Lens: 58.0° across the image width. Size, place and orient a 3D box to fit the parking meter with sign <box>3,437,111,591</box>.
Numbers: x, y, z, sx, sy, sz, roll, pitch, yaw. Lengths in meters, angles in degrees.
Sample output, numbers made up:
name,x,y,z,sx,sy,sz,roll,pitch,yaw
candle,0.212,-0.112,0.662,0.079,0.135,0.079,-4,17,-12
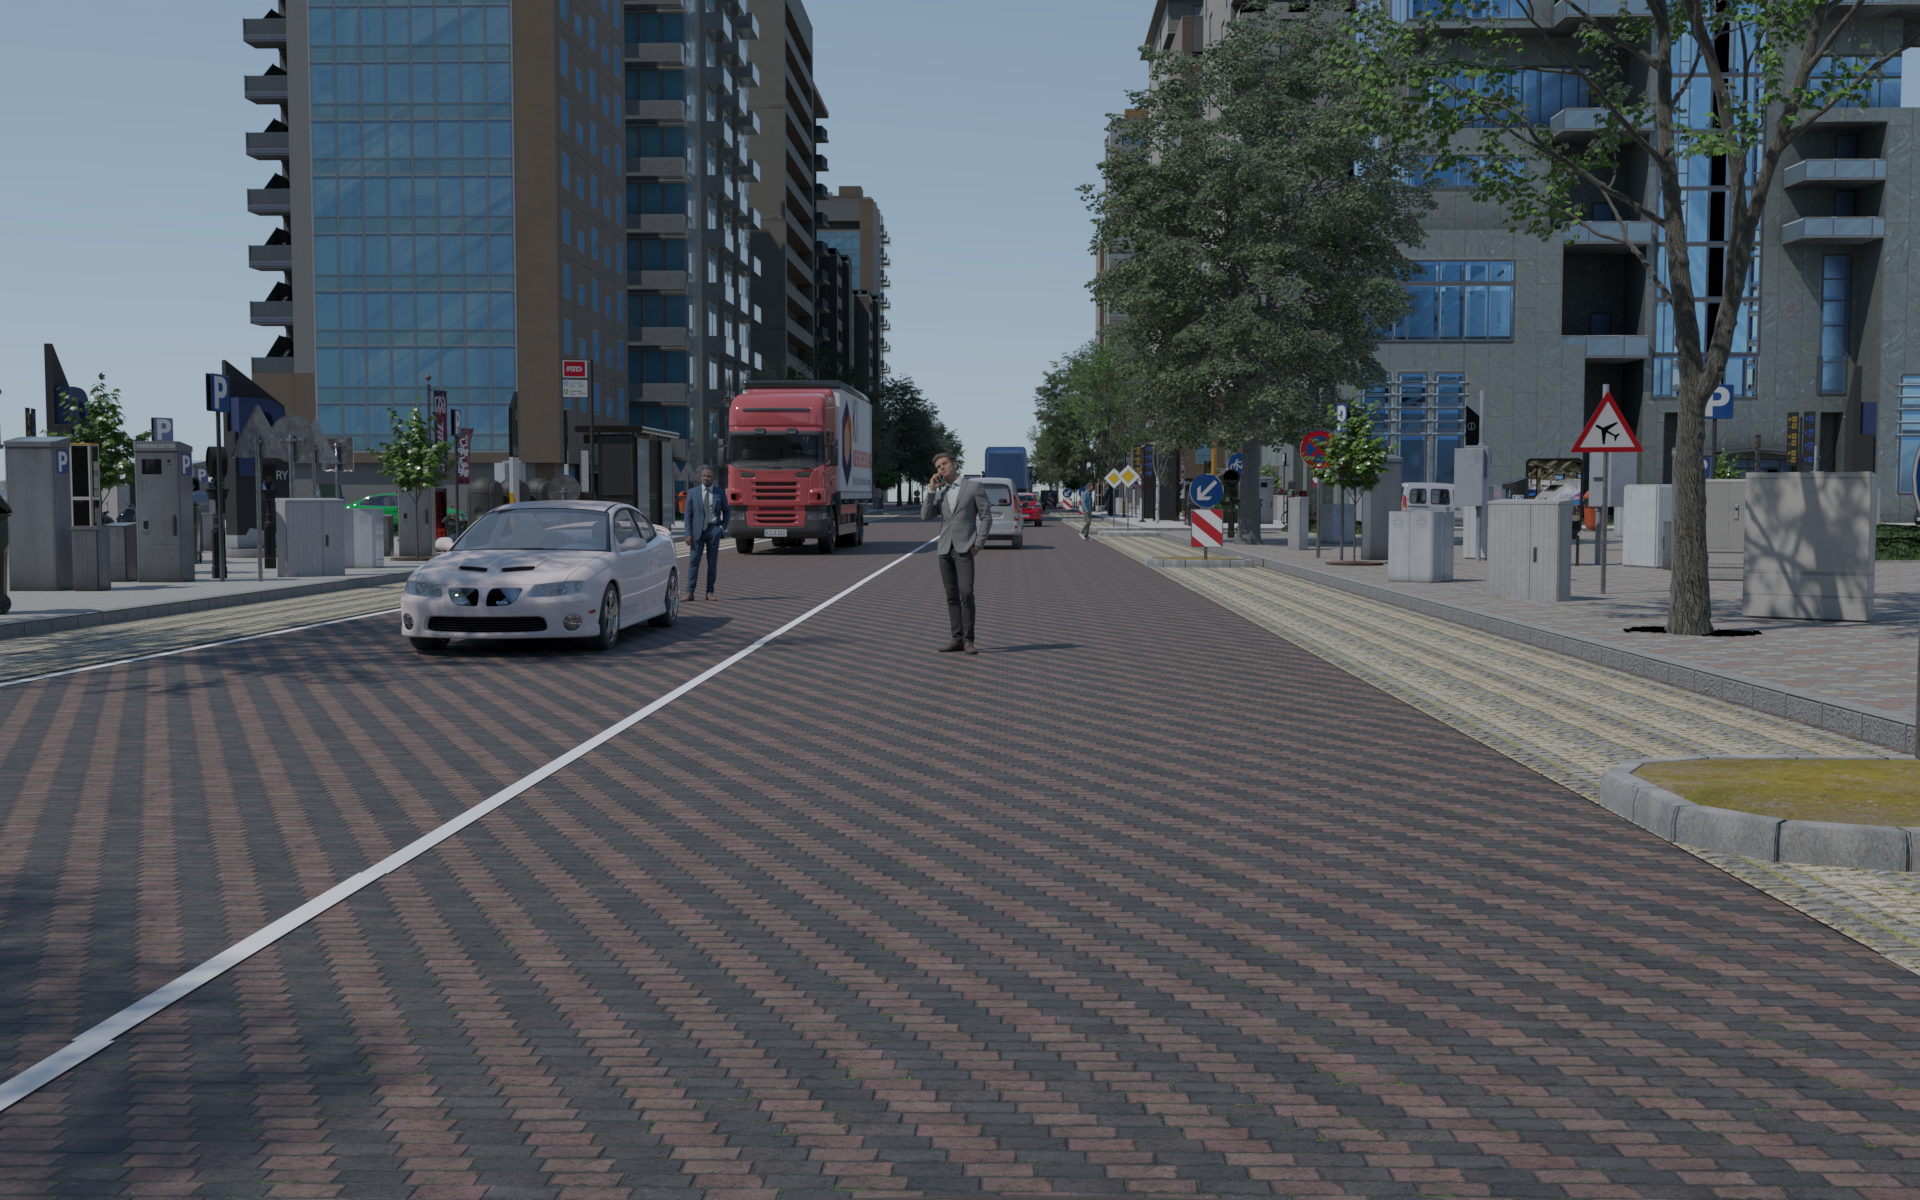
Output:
name,x,y,z,sx,sy,sz,roll,pitch,yaw
parking meter with sign,-12.204,-1.631,22.925,1.738,3.016,0.543,0,4,0

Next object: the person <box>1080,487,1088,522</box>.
name,x,y,z,sx,sy,sz,roll,pitch,yaw
person,6.354,-4.812,87.269,0.391,1.810,0.635,2,4,34

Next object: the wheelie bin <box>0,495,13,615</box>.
name,x,y,z,sx,sy,sz,roll,pitch,yaw
wheelie bin,-10.510,-0.643,18.426,0.693,1.594,0.980,-3,5,-40

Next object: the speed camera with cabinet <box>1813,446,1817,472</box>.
name,x,y,z,sx,sy,sz,roll,pitch,yaw
speed camera with cabinet,35.230,-4.651,70.376,0.660,3.252,2.038,0,4,3

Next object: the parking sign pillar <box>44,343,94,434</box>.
name,x,y,z,sx,sy,sz,roll,pitch,yaw
parking sign pillar,-16.296,-2.644,31.700,1.447,3.967,1.447,-1,4,-13

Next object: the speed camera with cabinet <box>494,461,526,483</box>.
name,x,y,z,sx,sy,sz,roll,pitch,yaw
speed camera with cabinet,-12.093,-3.336,48.877,0.660,3.252,2.038,3,5,44

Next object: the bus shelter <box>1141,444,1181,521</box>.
name,x,y,z,sx,sy,sz,roll,pitch,yaw
bus shelter,9.648,-5.687,84.262,1.731,3.624,6.357,0,4,2

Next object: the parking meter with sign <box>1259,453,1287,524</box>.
name,x,y,z,sx,sy,sz,roll,pitch,yaw
parking meter with sign,12.999,-4.748,73.884,1.738,3.016,0.543,0,4,0

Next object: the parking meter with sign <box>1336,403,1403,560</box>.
name,x,y,z,sx,sy,sz,roll,pitch,yaw
parking meter with sign,8.206,-2.283,33.591,1.738,3.016,0.543,-1,4,-9

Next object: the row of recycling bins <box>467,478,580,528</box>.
name,x,y,z,sx,sy,sz,roll,pitch,yaw
row of recycling bins,-11.121,-2.279,44.380,1.069,1.692,3.534,2,4,30

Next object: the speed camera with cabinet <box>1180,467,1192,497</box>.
name,x,y,z,sx,sy,sz,roll,pitch,yaw
speed camera with cabinet,15.661,-7.952,124.347,2.038,3.252,0.660,-2,4,-31

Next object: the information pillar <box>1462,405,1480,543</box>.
name,x,y,z,sx,sy,sz,roll,pitch,yaw
information pillar,13.502,-3.314,45.547,0.504,3.616,0.183,0,4,3

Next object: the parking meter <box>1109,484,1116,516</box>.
name,x,y,z,sx,sy,sz,roll,pitch,yaw
parking meter,8.866,-5.812,100.731,0.255,1.863,0.399,3,5,44

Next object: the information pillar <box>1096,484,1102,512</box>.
name,x,y,z,sx,sy,sz,roll,pitch,yaw
information pillar,9.732,-7.160,121.561,0.304,2.012,0.304,-2,4,-27

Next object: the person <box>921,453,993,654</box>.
name,x,y,z,sx,sy,sz,roll,pitch,yaw
person,-0.028,-0.427,15.664,0.592,1.802,0.473,3,5,43

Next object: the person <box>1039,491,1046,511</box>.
name,x,y,z,sx,sy,sz,roll,pitch,yaw
person,7.105,-8.518,148.493,0.721,1.735,1.217,-2,4,-24

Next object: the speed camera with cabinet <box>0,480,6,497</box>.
name,x,y,z,sx,sy,sz,roll,pitch,yaw
speed camera with cabinet,-64.129,-7.499,116.937,0.660,3.252,2.038,0,4,3

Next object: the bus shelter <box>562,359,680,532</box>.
name,x,y,z,sx,sy,sz,roll,pitch,yaw
bus shelter,-10.687,-4.689,54.299,2.179,5.291,8.768,0,4,2

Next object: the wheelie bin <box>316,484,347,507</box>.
name,x,y,z,sx,sy,sz,roll,pitch,yaw
wheelie bin,-19.201,-2.740,52.705,0.980,1.594,0.693,-2,4,-33

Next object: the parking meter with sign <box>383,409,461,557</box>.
name,x,y,z,sx,sy,sz,roll,pitch,yaw
parking meter with sign,-11.174,-2.405,35.575,1.738,3.016,0.543,0,4,-4

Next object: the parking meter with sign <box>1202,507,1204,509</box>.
name,x,y,z,sx,sy,sz,roll,pitch,yaw
parking meter with sign,15.803,-6.759,106.776,1.738,3.016,0.543,1,4,14

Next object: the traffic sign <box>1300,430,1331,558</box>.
name,x,y,z,sx,sy,sz,roll,pitch,yaw
traffic sign,7.182,-2.112,34.641,0.768,2.556,0.104,1,4,11

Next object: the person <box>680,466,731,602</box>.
name,x,y,z,sx,sy,sz,roll,pitch,yaw
person,-3.436,-0.893,23.278,0.721,1.800,0.419,-1,4,-16

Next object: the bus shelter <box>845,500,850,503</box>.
name,x,y,z,sx,sy,sz,roll,pitch,yaw
bus shelter,-8.514,-8.054,125.599,2.014,3.302,5.546,0,4,2

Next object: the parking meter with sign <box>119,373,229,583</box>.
name,x,y,z,sx,sy,sz,roll,pitch,yaw
parking meter with sign,-11.599,-1.772,25.240,1.738,3.016,0.543,0,4,2

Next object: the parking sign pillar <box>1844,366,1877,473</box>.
name,x,y,z,sx,sy,sz,roll,pitch,yaw
parking sign pillar,19.200,-2.969,37.008,1.447,3.967,1.447,1,4,21

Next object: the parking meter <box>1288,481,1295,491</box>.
name,x,y,z,sx,sy,sz,roll,pitch,yaw
parking meter,14.469,-4.276,75.630,0.255,1.863,0.399,1,4,19

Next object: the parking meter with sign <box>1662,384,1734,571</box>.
name,x,y,z,sx,sy,sz,roll,pitch,yaw
parking meter with sign,12.035,-1.968,28.440,0.543,3.016,1.738,0,4,2

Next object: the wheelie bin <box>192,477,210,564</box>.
name,x,y,z,sx,sy,sz,roll,pitch,yaw
wheelie bin,-14.258,-1.459,31.765,0.980,1.594,0.693,-1,4,-18

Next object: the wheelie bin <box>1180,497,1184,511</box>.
name,x,y,z,sx,sy,sz,roll,pitch,yaw
wheelie bin,16.460,-7.365,128.330,0.980,1.594,0.693,0,4,6

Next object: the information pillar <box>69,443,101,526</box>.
name,x,y,z,sx,sy,sz,roll,pitch,yaw
information pillar,-12.710,-1.266,25.184,0.304,2.012,0.304,0,4,-4

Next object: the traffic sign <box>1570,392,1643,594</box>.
name,x,y,z,sx,sy,sz,roll,pitch,yaw
traffic sign,8.255,-1.355,22.160,0.884,2.594,0.081,1,4,9

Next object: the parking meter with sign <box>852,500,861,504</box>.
name,x,y,z,sx,sy,sz,roll,pitch,yaw
parking meter with sign,-7.939,-8.188,130.142,0.543,3.016,1.738,2,4,29

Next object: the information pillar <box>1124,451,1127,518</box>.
name,x,y,z,sx,sy,sz,roll,pitch,yaw
information pillar,9.032,-6.332,94.874,0.183,3.616,0.504,0,4,1

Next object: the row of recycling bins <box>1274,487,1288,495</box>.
name,x,y,z,sx,sy,sz,roll,pitch,yaw
row of recycling bins,19.022,-6.018,105.501,3.534,1.692,1.069,-1,4,-21

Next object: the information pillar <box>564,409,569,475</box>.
name,x,y,z,sx,sy,sz,roll,pitch,yaw
information pillar,-10.956,-3.478,48.224,0.183,3.616,0.504,-1,4,-9

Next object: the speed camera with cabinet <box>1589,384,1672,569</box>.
name,x,y,z,sx,sy,sz,roll,pitch,yaw
speed camera with cabinet,11.981,-2.223,30.676,0.660,3.252,2.038,-1,4,-13

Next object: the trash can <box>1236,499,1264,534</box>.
name,x,y,z,sx,sy,sz,roll,pitch,yaw
trash can,7.913,-2.182,47.328,0.748,1.137,0.748,0,3,0

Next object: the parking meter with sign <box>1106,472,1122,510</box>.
name,x,y,z,sx,sy,sz,roll,pitch,yaw
parking meter with sign,11.997,-8.462,134.610,0.543,3.016,1.738,-2,4,-34

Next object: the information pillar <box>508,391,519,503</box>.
name,x,y,z,sx,sy,sz,roll,pitch,yaw
information pillar,-10.066,-2.921,39.119,0.183,3.616,0.504,0,4,2

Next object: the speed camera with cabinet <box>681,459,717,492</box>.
name,x,y,z,sx,sy,sz,roll,pitch,yaw
speed camera with cabinet,-14.606,-6.272,96.888,2.038,3.252,0.660,1,4,21

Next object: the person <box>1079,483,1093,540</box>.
name,x,y,z,sx,sy,sz,roll,pitch,yaw
person,3.953,-2.759,53.951,0.444,1.785,0.601,2,4,34

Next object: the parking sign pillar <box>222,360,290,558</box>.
name,x,y,z,sx,sy,sz,roll,pitch,yaw
parking sign pillar,-14.283,-2.864,35.295,1.447,3.967,1.447,3,4,36

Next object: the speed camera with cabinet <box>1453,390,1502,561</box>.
name,x,y,z,sx,sy,sz,roll,pitch,yaw
speed camera with cabinet,10.115,-2.415,33.825,0.660,3.252,2.038,2,4,27

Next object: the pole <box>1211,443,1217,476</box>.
name,x,y,z,sx,sy,sz,roll,pitch,yaw
pole,9.897,-4.507,67.529,0.158,3.312,0.155,0,3,0
